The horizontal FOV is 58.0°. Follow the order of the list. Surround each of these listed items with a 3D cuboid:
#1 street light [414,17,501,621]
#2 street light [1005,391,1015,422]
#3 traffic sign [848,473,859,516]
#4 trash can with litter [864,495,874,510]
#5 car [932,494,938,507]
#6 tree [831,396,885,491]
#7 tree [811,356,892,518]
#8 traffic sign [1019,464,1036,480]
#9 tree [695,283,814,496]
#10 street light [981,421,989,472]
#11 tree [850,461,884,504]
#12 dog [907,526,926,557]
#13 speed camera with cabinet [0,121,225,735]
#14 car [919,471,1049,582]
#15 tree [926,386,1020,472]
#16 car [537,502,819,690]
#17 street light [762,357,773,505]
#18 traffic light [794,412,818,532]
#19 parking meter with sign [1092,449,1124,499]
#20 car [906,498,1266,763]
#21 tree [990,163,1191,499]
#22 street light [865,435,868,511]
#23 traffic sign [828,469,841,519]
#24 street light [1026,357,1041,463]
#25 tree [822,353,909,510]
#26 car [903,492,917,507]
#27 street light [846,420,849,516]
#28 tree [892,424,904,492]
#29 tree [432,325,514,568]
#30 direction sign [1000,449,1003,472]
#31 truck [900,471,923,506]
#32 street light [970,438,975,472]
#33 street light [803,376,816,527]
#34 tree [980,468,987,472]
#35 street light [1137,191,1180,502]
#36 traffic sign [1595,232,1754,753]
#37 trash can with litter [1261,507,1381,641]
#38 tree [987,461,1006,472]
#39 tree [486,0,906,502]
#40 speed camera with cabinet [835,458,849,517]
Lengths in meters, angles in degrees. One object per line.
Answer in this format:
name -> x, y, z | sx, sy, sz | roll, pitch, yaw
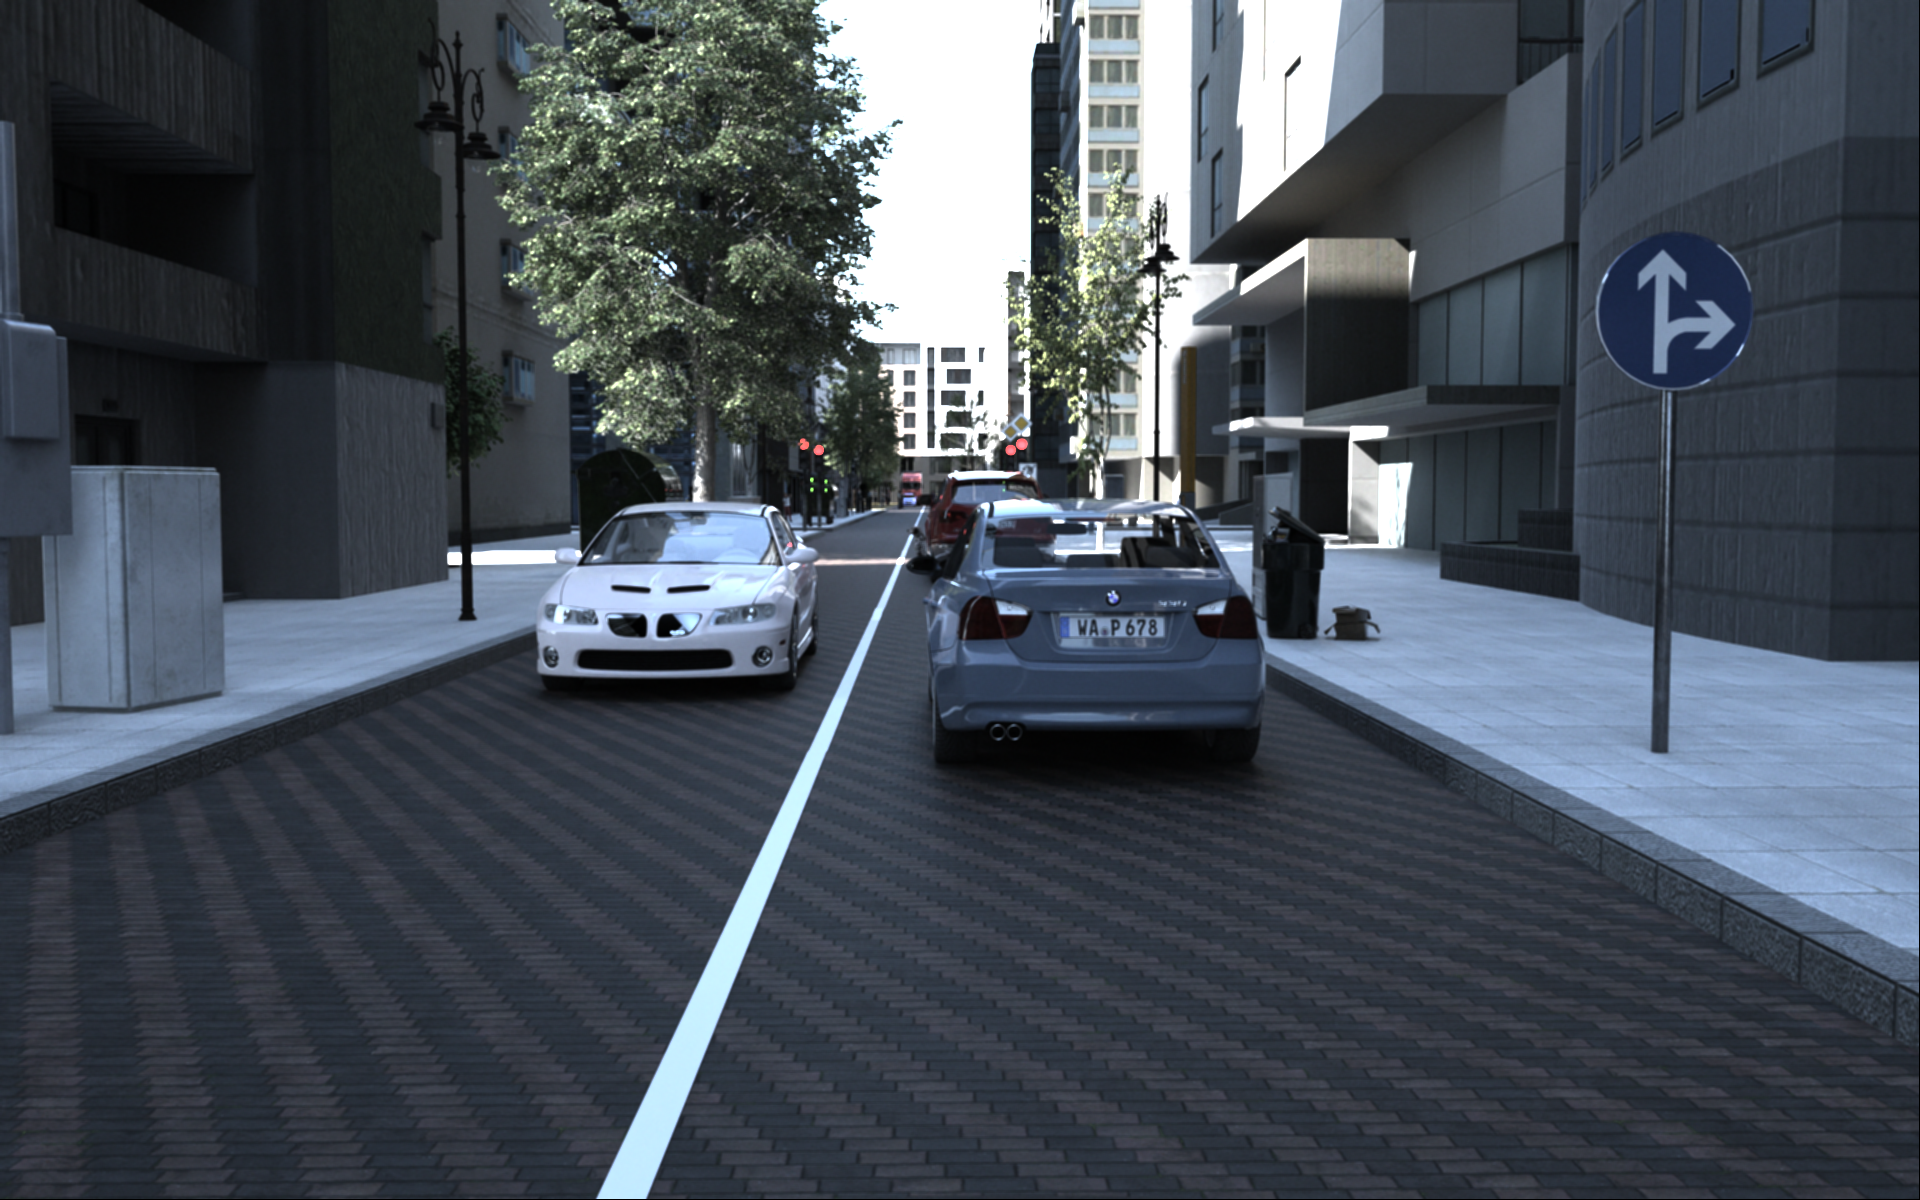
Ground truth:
street light -> -5.014, -2.732, 17.458 | 0.468, 5.910, 1.993 | 0, 4, -1
street light -> 2.228, -6.439, 78.067 | 0.468, 5.910, 1.993 | 0, 4, -1
traffic sign -> -6.446, -6.324, 103.497 | 0.768, 2.556, 0.104 | 0, 4, 5
trash can with litter -> -7.219, -7.629, 136.119 | 0.624, 1.170, 1.055 | 1, 4, 18
car -> -2.125, -10.211, 177.180 | 2.015, 1.641, 3.980 | 0, 4, -3
tree -> -7.388, -10.747, 126.080 | 4.360, 8.622, 3.978 | 0, 3, 0
tree -> -6.322, -8.692, 92.470 | 4.737, 8.622, 4.395 | 0, 3, 0
traffic sign -> 2.254, -3.395, 57.646 | 0.606, 2.300, 0.079 | 0, 4, 0
tree -> -6.760, -6.452, 55.855 | 4.360, 8.622, 3.978 | 0, 3, 0
street light -> 1.595, -8.382, 109.829 | 0.468, 5.910, 1.993 | 0, 4, -1
tree -> -8.490, -10.536, 155.973 | 4.285, 4.588, 4.351 | 0, 3, 0
dog -> -0.633, -0.999, 33.176 | 0.513, 0.831, 0.800 | -2, 4, -24
speed camera with cabinet -> -5.142, -0.959, 10.019 | 0.660, 3.252, 2.038 | 1, 4, 11
car -> 0.454, -1.282, 29.637 | 2.281, 1.827, 5.304 | 0, 4, -2
tree -> 1.324, -13.068, 148.066 | 8.767, 10.594, 7.601 | 0, 4, -2
car -> -2.169, -0.112, 14.191 | 2.083, 1.381, 4.827 | 0, 4, -2
street light -> -5.578, -4.682, 49.345 | 0.468, 5.910, 1.993 | 0, 4, -1
traffic light -> -5.300, -4.299, 59.203 | 0.839, 4.253, 0.868 | 0, 4, -1
parking meter with sign -> 6.027, -4.353, 67.428 | 1.738, 3.016, 0.543 | 0, 4, -4
car -> 0.679, 0.090, 10.534 | 2.014, 1.417, 4.499 | 0, 4, -2
tree -> 2.860, -5.354, 37.896 | 4.737, 8.622, 4.395 | 0, 3, 0
street light -> -7.126, -9.719, 131.699 | 0.468, 5.910, 1.993 | 0, 4, -1
traffic sign -> -6.498, -5.432, 88.925 | 0.768, 2.556, 0.104 | 0, 4, 1
street light -> 2.482, -5.253, 58.672 | 0.468, 5.910, 1.993 | 0, 4, -1
tree -> -7.573, -13.439, 137.855 | 7.486, 12.596, 7.792 | 0, 3, 0
car -> -5.882, -11.529, 198.090 | 1.945, 1.707, 3.694 | 0, 4, -2
street light -> -6.466, -7.764, 99.727 | 0.468, 5.910, 1.993 | 0, 4, -1
tree -> -7.674, -13.260, 167.160 | 4.737, 8.622, 4.395 | 0, 3, 0
tree -> -9.557, -2.850, 30.312 | 4.285, 4.588, 4.351 | 0, 3, 0
direction sign -> 2.111, -5.884, 88.200 | 0.379, 3.537, 0.876 | 1, 4, 10
truck -> -5.931, -13.725, 213.311 | 2.839, 4.237, 11.283 | 0, 4, -1
street light -> 1.026, -10.348, 141.983 | 0.468, 5.910, 1.993 | 0, 4, -1
street light -> -5.892, -5.827, 68.065 | 0.468, 5.910, 1.993 | 0, 4, -1
tree -> 2.013, -7.990, 125.236 | 1.663, 3.219, 1.824 | 0, 3, 0
street light -> 3.056, -3.307, 26.855 | 0.468, 5.910, 1.993 | 0, 4, -1
traffic sign -> 3.479, -0.515, 8.533 | 0.768, 2.556, 0.104 | 0, 4, 0
trash can with litter -> 3.214, -0.248, 15.438 | 1.055, 1.170, 0.624 | 1, 4, 17
tree -> 2.701, -6.510, 101.041 | 1.663, 3.219, 1.824 | 0, 3, 0
tree -> -5.781, -8.084, 38.829 | 9.857, 13.997, 8.962 | 0, 3, 0
speed camera with cabinet -> -6.586, -6.228, 96.169 | 0.660, 3.252, 2.038 | -1, 4, -9
